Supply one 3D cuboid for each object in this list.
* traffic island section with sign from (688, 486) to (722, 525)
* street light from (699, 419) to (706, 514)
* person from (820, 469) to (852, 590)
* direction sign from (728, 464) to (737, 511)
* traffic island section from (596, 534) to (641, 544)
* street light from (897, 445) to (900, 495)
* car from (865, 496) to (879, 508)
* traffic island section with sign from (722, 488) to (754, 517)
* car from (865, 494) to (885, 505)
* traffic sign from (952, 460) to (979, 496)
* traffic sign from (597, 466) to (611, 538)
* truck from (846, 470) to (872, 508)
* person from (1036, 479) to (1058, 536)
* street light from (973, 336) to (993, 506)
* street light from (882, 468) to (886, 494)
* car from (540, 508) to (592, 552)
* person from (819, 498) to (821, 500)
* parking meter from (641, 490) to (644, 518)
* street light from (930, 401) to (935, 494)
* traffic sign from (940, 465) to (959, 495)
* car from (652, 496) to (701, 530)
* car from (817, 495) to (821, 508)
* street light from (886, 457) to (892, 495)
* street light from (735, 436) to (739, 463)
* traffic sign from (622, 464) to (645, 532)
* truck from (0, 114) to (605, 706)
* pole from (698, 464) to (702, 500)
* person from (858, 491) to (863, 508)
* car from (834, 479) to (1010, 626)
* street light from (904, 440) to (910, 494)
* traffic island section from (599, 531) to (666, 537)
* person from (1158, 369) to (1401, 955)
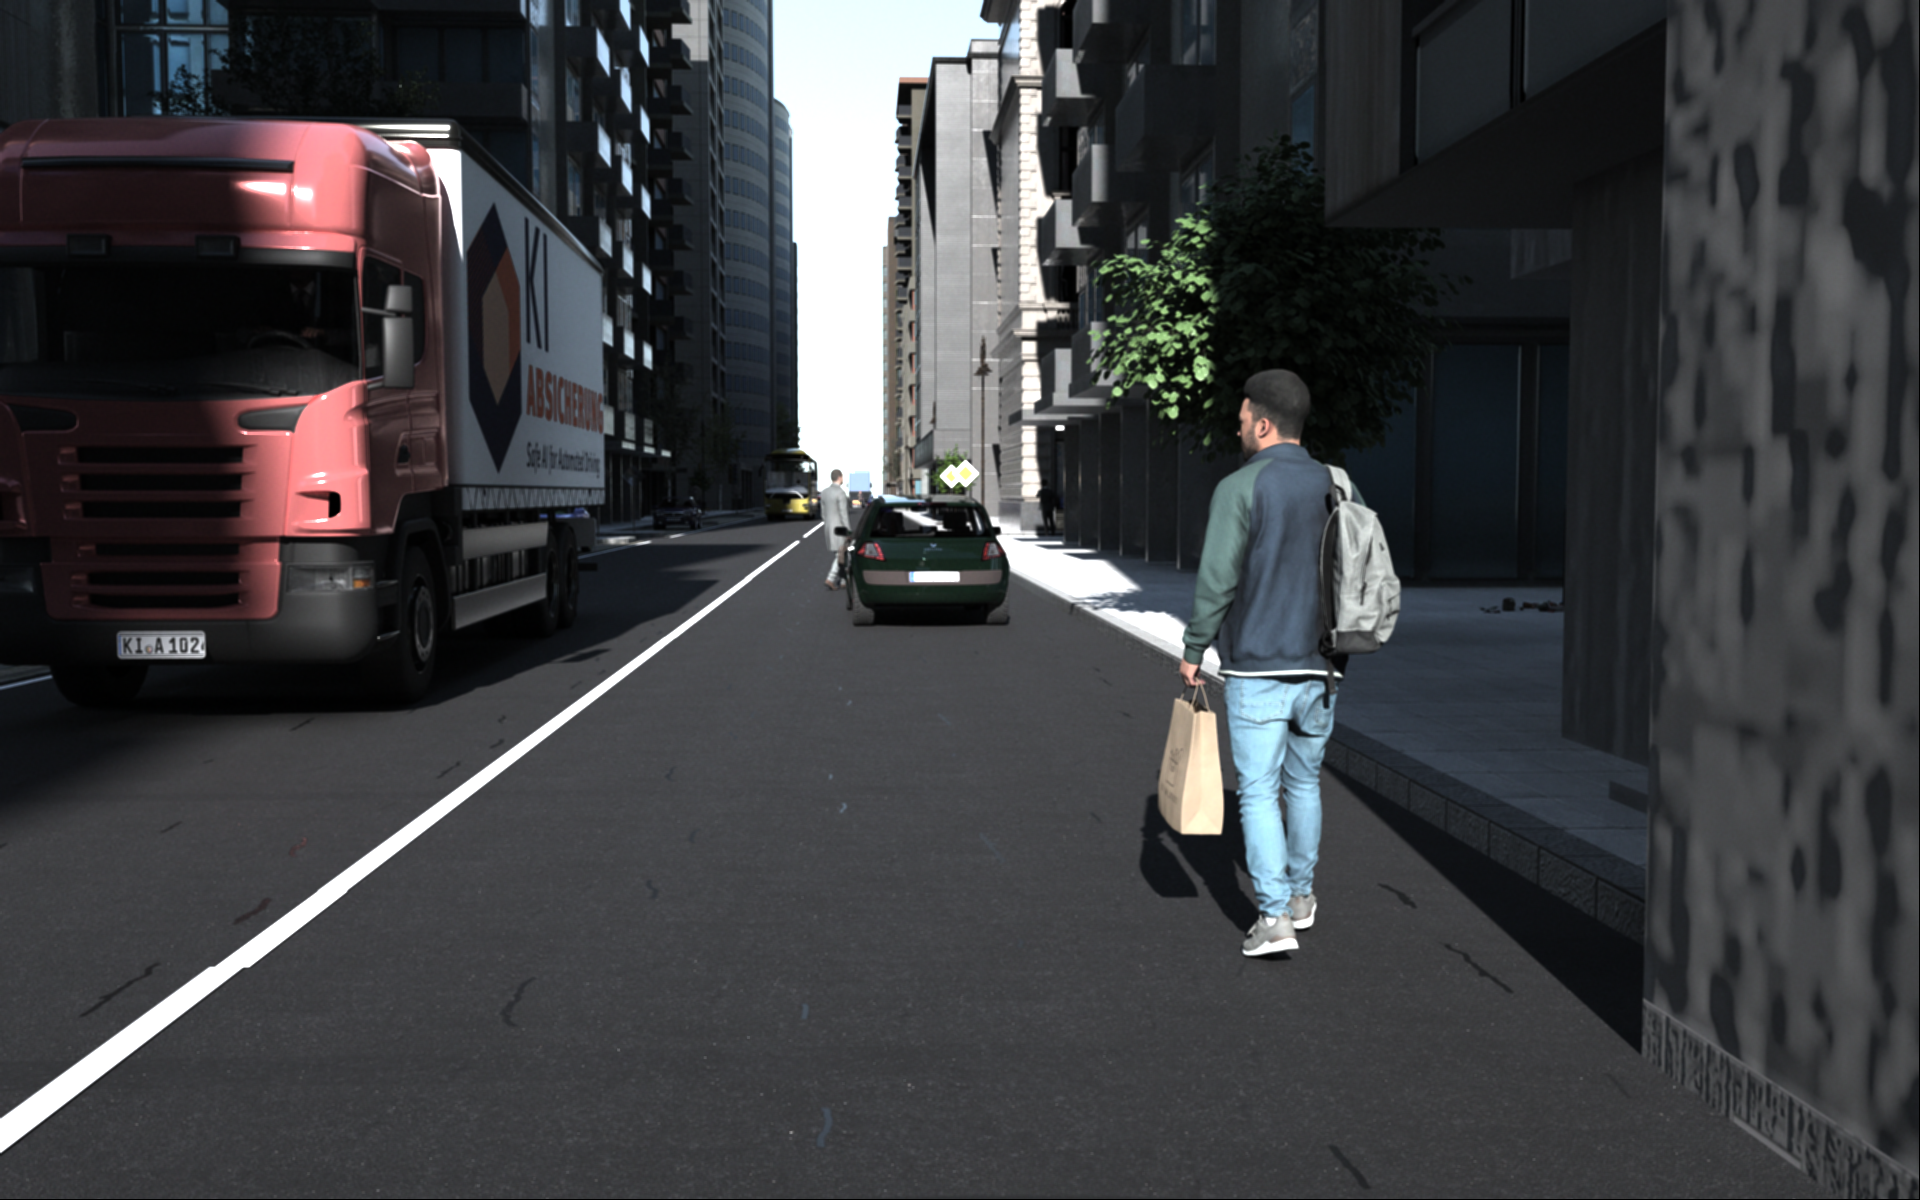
[{"bbox_3d":[-12.293,-4.402,80.594,1.989,1.847,2.006,0,4,-3],"label":"traffic island section with sign"},{"bbox_3d":[-15.850,-8.200,106.854,0.468,5.910,1.993,0,4,-3],"label":"street light"},{"bbox_3d":[-1.797,-1.064,26.002,0.767,1.812,0.694,-3,5,-40],"label":"person"},{"bbox_3d":[-17.317,-8.564,132.010,0.379,3.537,0.876,3,4,37],"label":"direction sign"},{"bbox_3d":[-10.589,-1.732,50.597,2.009,0.180,2.903,0,4,-3],"label":"traffic island section"},{"bbox_3d":[-5.720,-11.553,161.676,0.468,5.910,1.993,0,4,-3],"label":"street light"},{"bbox_3d":[-5.164,-6.078,111.958,1.945,1.354,3.894,0,4,-1],"label":"car"},{"bbox_3d":[-13.868,-6.079,108.025,1.989,1.847,2.006,0,4,-3],"label":"traffic island section with sign"},{"bbox_3d":[-5.795,-6.819,123.500,2.014,1.417,4.499,0,4,-3],"label":"car"},{"bbox_3d":[0.163,-2.904,51.125,0.795,2.450,0.064,0,4,-3],"label":"traffic sign"},{"bbox_3d":[-10.566,-2.868,50.537,0.795,2.450,0.064,0,4,-3],"label":"traffic sign"},{"bbox_3d":[-10.700,-12.101,187.609,2.967,4.110,18.799,0,4,-5],"label":"truck"},{"bbox_3d":[2.720,-2.857,54.575,0.648,1.900,0.474,-1,4,-18],"label":"person"},{"bbox_3d":[0.671,-4.764,50.685,0.468,5.910,1.993,0,4,-3],"label":"street light"},{"bbox_3d":[-10.371,-16.572,243.732,0.468,5.910,1.993,0,4,-3],"label":"street light"},{"bbox_3d":[-9.845,-1.936,41.247,1.945,1.707,3.694,0,4,-3],"label":"car"},{"bbox_3d":[-11.343,-8.454,146.817,1.348,1.812,0.705,2,4,25],"label":"person"},{"bbox_3d":[-17.103,-5.148,92.575,0.372,1.533,0.369,0,3,0],"label":"parking meter"},{"bbox_3d":[-1.276,-6.908,85.728,0.468,5.910,1.993,0,4,-3],"label":"street light"},{"bbox_3d":[-0.291,-3.392,59.097,0.795,2.450,0.064,0,4,-3],"label":"traffic sign"},{"bbox_3d":[-11.472,-3.533,70.337,1.945,1.354,3.894,0,4,-4],"label":"car"},{"bbox_3d":[-12.761,-8.570,152.694,1.945,1.354,3.894,0,4,-4],"label":"car"},{"bbox_3d":[-8.409,-14.514,210.097,0.468,5.910,1.993,0,4,-3],"label":"street light"},{"bbox_3d":[-17.390,-9.942,135.343,0.468,5.910,1.993,0,4,-3],"label":"street light"},{"bbox_3d":[-11.019,-3.356,58.509,0.795,2.450,0.064,0,4,-3],"label":"traffic sign"},{"bbox_3d":[-5.103,-1.607,15.183,2.839,4.237,11.283,0,4,-4],"label":"truck"},{"bbox_3d":[-17.559,-7.526,116.887,0.158,3.312,0.155,0,3,0],"label":"pole"},{"bbox_3d":[-9.930,-10.057,173.454,0.617,1.759,0.750,-1,4,-20],"label":"person"},{"bbox_3d":[-0.455,-0.640,20.252,2.009,1.686,4.222,0,4,-5],"label":"car"},{"bbox_3d":[-4.089,-9.845,133.761,0.468,5.910,1.993,0,4,-3],"label":"street light"},{"bbox_3d":[-11.042,-2.219,58.569,2.009,0.180,2.903,0,4,-3],"label":"traffic island section"},{"bbox_3d":[0.962,0.184,5.482,0.794,1.824,0.713,0,4,-2],"label":"person"}]
